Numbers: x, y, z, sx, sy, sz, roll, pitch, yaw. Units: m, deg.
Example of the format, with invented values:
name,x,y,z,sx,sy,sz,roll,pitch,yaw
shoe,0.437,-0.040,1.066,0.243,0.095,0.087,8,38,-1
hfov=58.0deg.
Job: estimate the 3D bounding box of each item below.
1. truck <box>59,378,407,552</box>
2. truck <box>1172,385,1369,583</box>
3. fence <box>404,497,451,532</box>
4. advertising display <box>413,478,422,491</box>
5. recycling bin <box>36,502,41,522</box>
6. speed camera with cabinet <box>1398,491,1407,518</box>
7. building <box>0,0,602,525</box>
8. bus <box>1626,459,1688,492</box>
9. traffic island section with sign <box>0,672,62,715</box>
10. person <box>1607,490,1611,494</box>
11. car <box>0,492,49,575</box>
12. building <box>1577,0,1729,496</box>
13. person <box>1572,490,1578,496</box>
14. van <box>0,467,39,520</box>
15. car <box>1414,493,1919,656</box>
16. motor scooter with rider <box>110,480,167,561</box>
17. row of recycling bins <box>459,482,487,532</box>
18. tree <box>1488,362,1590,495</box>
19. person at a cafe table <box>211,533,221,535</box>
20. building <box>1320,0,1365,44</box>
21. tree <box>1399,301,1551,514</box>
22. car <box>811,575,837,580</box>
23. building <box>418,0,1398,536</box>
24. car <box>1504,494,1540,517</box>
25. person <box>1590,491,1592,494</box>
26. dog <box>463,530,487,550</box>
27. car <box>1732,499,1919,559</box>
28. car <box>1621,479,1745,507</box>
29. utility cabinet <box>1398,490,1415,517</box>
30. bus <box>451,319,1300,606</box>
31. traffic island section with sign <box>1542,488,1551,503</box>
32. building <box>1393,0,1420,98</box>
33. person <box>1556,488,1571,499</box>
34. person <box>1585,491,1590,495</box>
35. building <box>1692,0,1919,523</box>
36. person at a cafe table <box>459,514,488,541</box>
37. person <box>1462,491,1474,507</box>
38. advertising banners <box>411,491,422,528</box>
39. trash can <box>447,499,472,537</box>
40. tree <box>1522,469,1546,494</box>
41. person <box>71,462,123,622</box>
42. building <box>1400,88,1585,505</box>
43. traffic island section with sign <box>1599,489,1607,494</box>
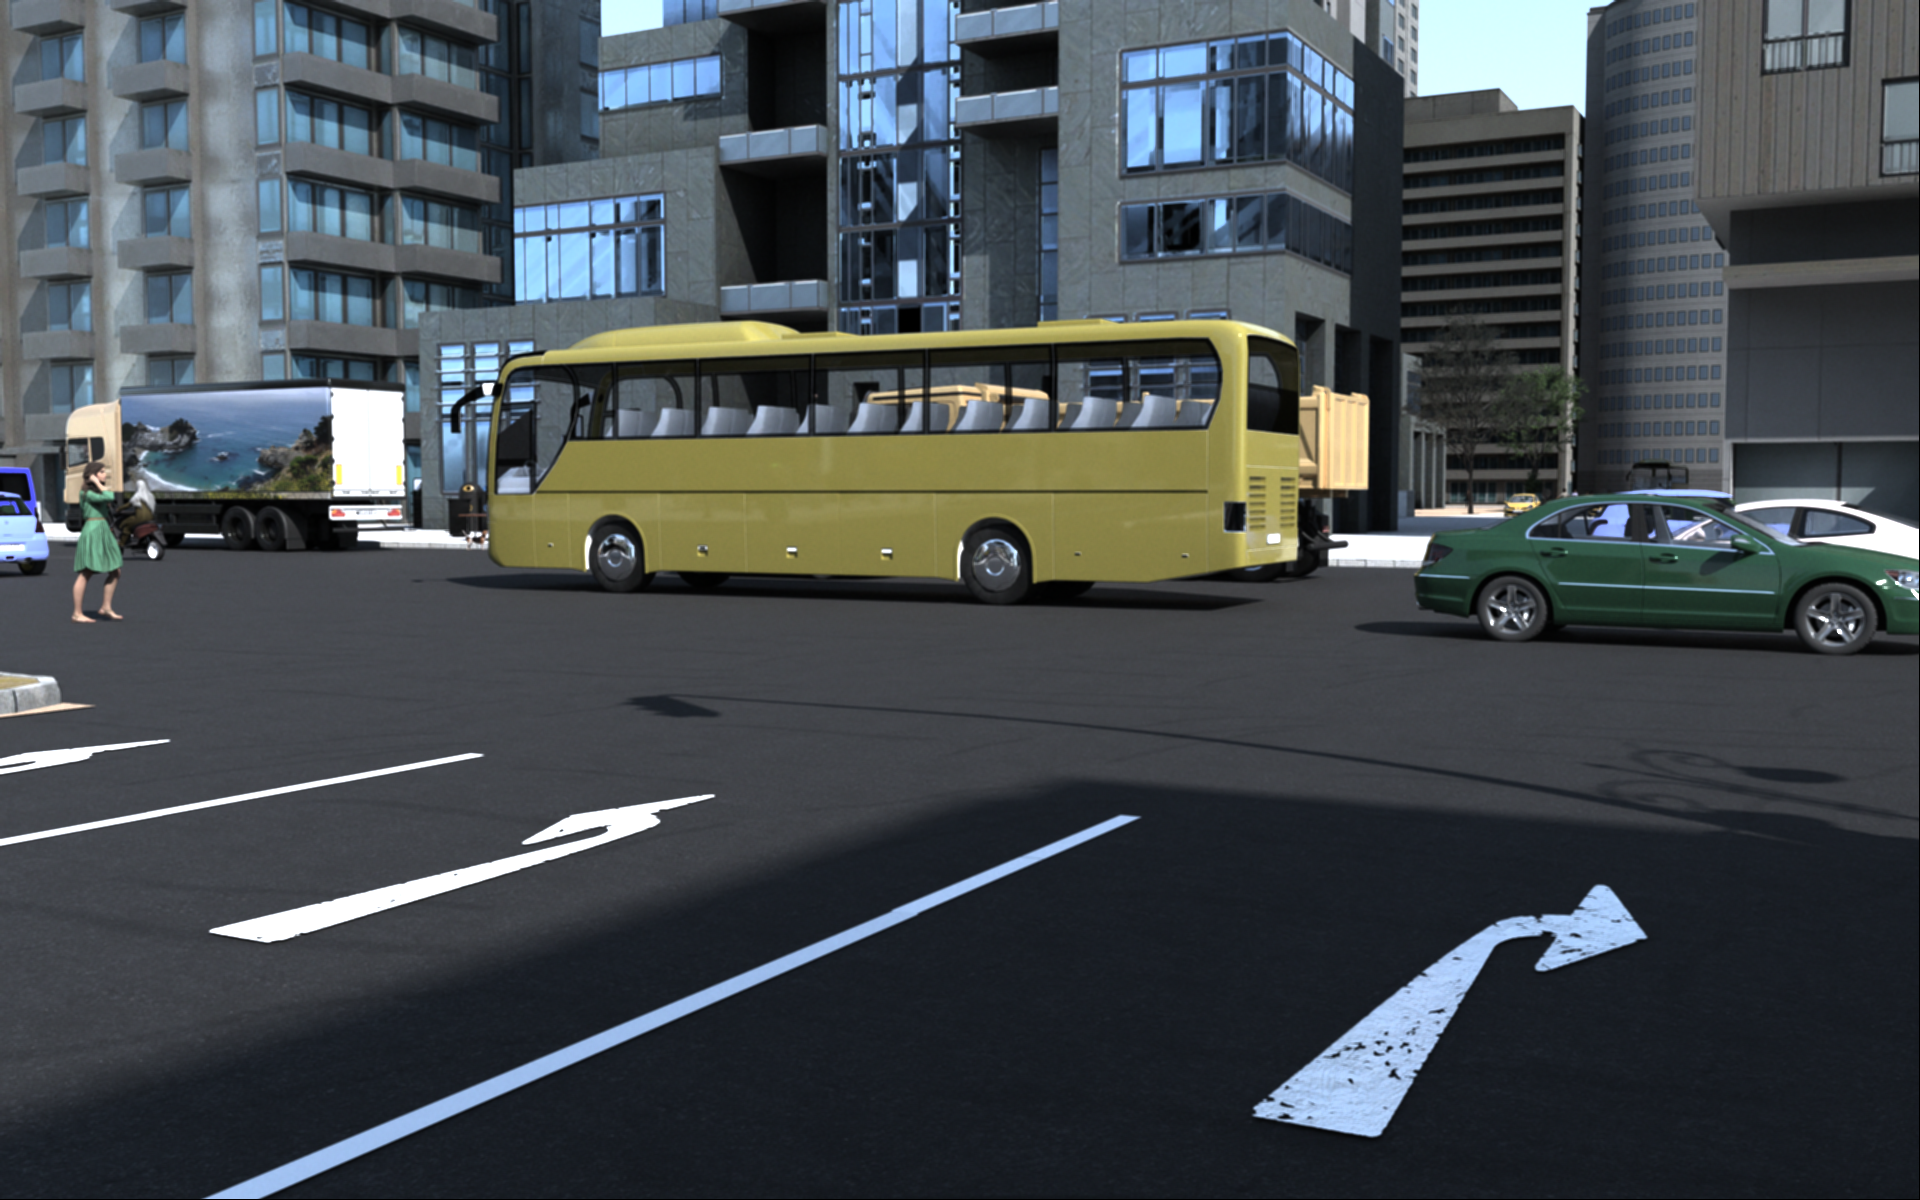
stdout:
name,x,y,z,sx,sy,sz,roll,pitch,yaw
truck,-19.454,-3.457,45.440,11.283,4.237,2.839,2,4,29
truck,2.075,-2.124,30.653,9.791,3.379,3.469,2,4,28
fence,-18.045,-2.921,58.964,2.264,1.192,0.480,2,4,33
advertising display,-21.378,-3.910,69.141,0.974,1.923,0.123,1,4,22
recycling bin,-30.667,-2.704,56.757,0.722,1.027,0.722,1,4,17
speed camera with cabinet,23.263,-6.087,93.851,2.038,3.252,0.660,-2,4,-27
building,-33.651,-28.303,82.355,30.456,49.044,23.786,2,4,28
bus,50.113,-8.102,124.022,2.896,3.916,12.252,2,4,29
traffic island section with sign,-7.168,-0.199,11.390,2.006,1.907,1.989,2,4,28
person,61.536,-9.527,164.197,1.348,1.831,0.705,2,4,28
car,-17.864,-1.284,30.583,3.694,1.707,1.945,2,4,30
building,86.038,-40.038,196.625,28.212,58.520,21.231,2,4,28
person,60.557,-9.918,170.528,0.709,1.838,0.599,0,4,5
van,-24.081,-2.224,40.743,5.245,2.365,2.240,2,4,30
car,6.954,-0.308,16.840,4.920,1.459,2.131,2,4,30
motor scooter with rider,-17.887,-1.754,37.641,1.986,1.779,0.876,2,4,30
row of recycling bins,-15.555,-3.167,58.894,3.534,1.692,1.069,2,4,26
tree,45.021,-12.816,135.290,9.928,11.665,9.643,0,3,0
person at a cafe table,-22.919,-2.689,54.821,1.726,1.238,1.698,1,4,18
building,14.102,-35.422,121.153,21.231,58.520,28.212,2,4,28
tree,32.636,-12.255,110.738,12.009,13.543,11.850,0,3,0
car,-2.999,-1.250,30.231,4.222,1.686,2.009,2,4,28
building,-0.237,-45.807,61.611,31.000,86.520,22.319,2,4,28
car,32.592,-5.504,100.214,2.015,1.641,3.980,2,4,27
person,62.307,-9.879,170.711,0.721,1.739,1.217,-1,4,-10
dog,-12.389,-1.532,44.331,0.406,0.507,0.540,3,4,38
car,9.653,-0.520,20.863,4.827,1.381,2.083,2,4,29
car,11.988,-1.118,27.865,3.694,1.707,1.945,2,4,27
utility cabinet,24.903,-5.388,96.767,1.173,1.500,0.318,-2,4,-33
bus,-1.527,-2.012,24.443,12.252,3.916,2.896,2,4,27
traffic island section with sign,41.213,-6.922,121.809,1.989,1.847,2.006,2,4,28
building,44.792,-47.716,218.414,20.611,71.187,20.563,2,4,28
person,40.859,-6.646,117.168,1.348,1.824,0.705,0,4,-2
person,59.834,-9.547,165.282,1.217,1.739,0.721,3,5,41
building,36.078,-28.056,47.949,27.495,52.752,28.713,2,4,28
person at a cafe table,-12.887,-2.417,48.040,1.622,1.524,1.698,0,4,-3
person,55.341,-11.019,188.680,1.348,1.821,0.705,1,4,13
advertising banners,-20.166,-4.276,66.102,0.090,3.025,2.074,2,4,28
trash can,-14.940,-2.449,51.703,0.748,1.137,0.748,0,3,0
tree,42.841,-8.263,129.703,1.663,3.219,1.824,0,3,0
person,-9.697,-0.653,19.422,0.529,1.795,0.600,-1,4,-17
building,64.782,-35.878,210.303,21.600,48.544,21.300,2,4,28
traffic island section with sign,54.075,-8.383,145.691,1.989,1.847,2.006,2,4,28
